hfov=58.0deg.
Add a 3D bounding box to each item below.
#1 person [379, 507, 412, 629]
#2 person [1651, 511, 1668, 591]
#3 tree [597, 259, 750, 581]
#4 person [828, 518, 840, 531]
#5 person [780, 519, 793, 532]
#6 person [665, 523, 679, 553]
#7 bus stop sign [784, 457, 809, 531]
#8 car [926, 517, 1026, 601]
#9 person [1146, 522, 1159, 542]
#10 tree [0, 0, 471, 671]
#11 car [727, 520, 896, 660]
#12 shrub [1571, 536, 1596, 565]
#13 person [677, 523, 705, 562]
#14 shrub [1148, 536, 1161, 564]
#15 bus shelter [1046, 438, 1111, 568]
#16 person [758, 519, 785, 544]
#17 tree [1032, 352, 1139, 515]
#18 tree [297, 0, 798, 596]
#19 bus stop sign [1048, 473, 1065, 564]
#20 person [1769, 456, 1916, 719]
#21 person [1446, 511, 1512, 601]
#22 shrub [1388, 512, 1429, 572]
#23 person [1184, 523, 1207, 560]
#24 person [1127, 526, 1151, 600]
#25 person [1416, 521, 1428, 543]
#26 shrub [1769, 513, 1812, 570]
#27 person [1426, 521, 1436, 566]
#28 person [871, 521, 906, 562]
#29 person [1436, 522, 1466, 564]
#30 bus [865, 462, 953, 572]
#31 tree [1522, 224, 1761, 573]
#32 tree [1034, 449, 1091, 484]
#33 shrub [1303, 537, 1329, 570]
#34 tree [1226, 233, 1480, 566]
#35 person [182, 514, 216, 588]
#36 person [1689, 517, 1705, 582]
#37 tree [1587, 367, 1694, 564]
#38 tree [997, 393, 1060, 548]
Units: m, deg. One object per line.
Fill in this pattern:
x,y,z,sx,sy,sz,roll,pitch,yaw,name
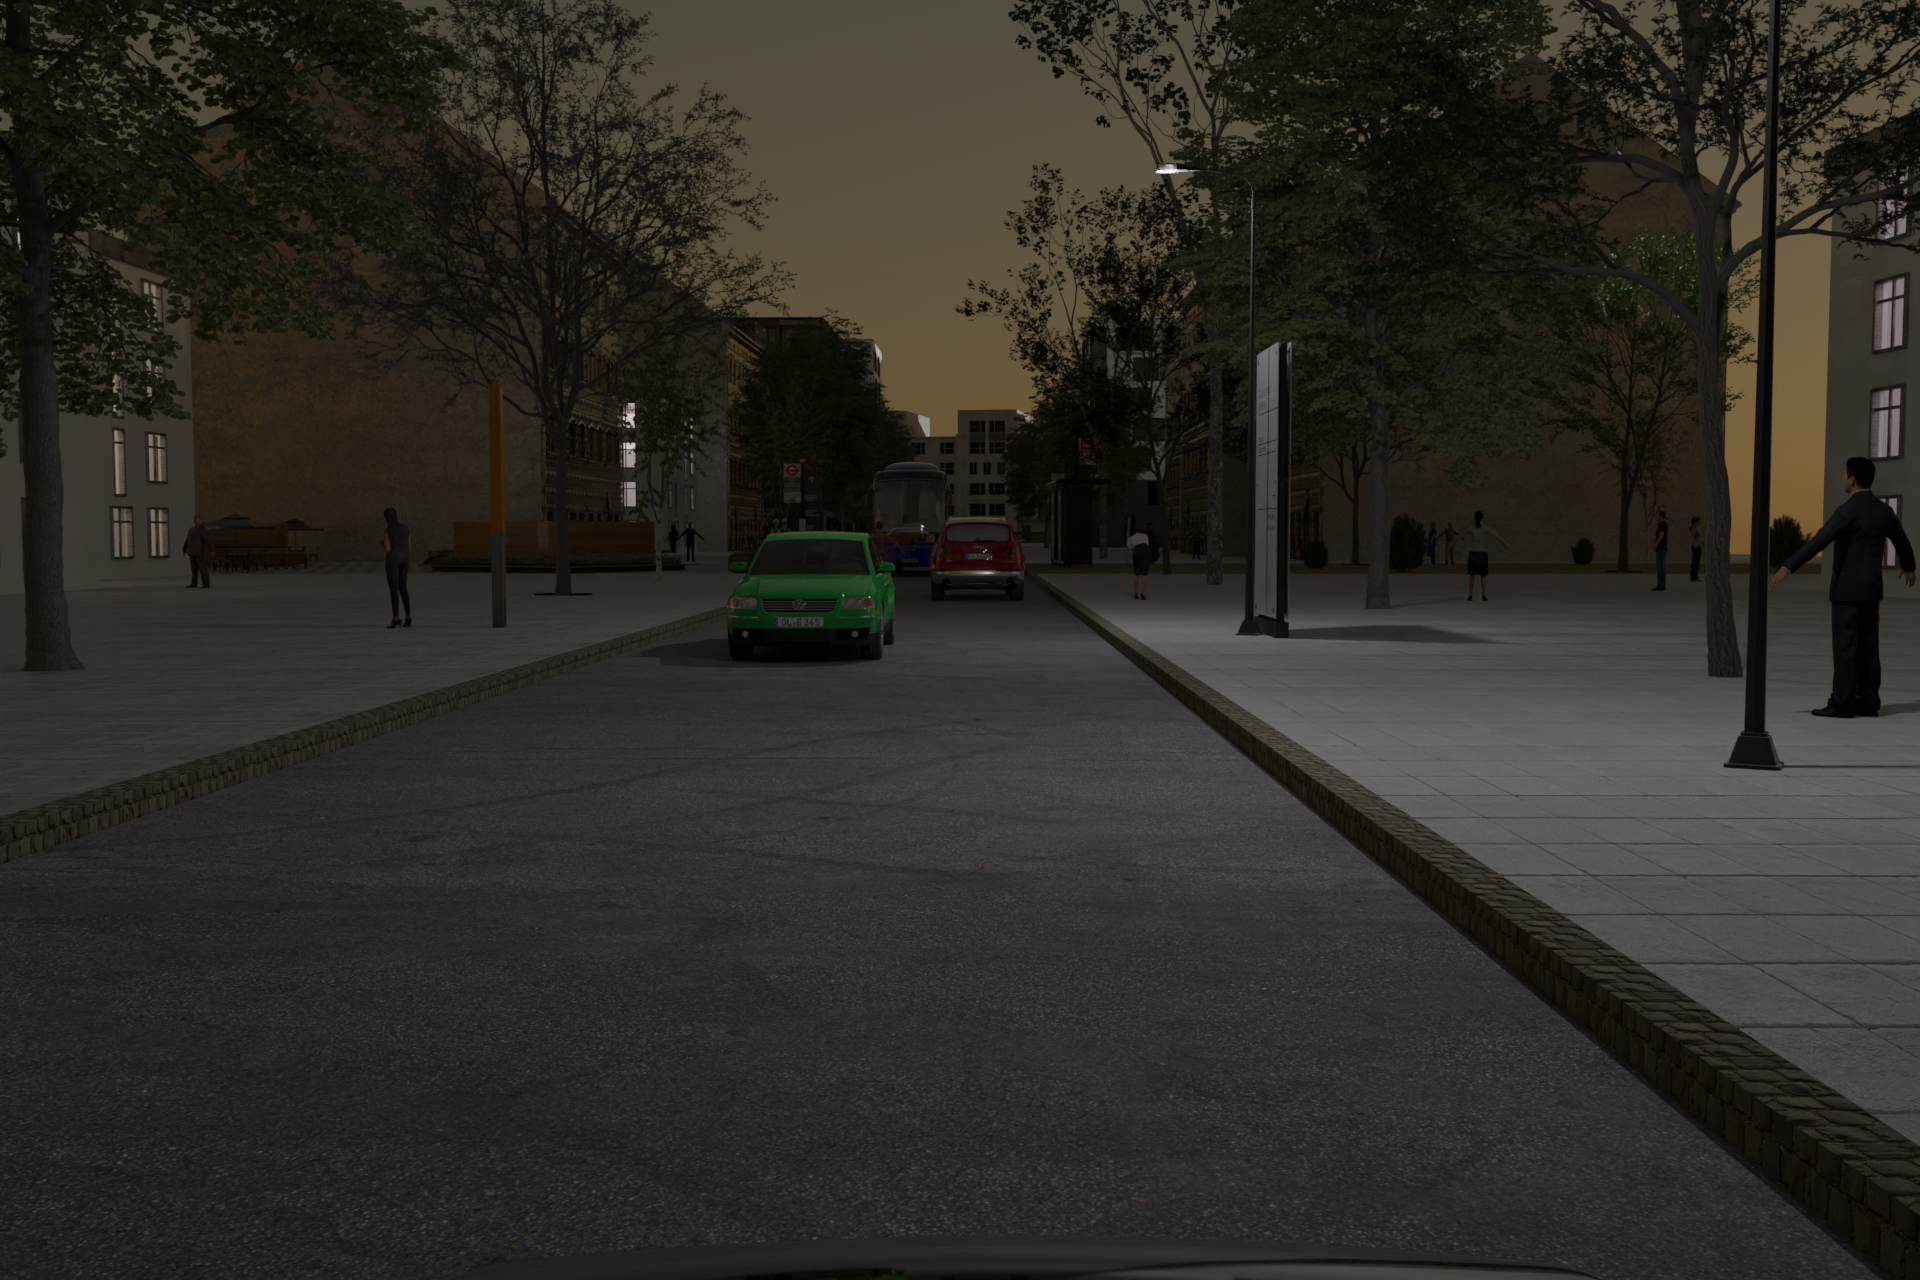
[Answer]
-7.702,-0.985,23.620,0.415,1.643,0.593,-1,4,-9,person
15.900,-2.027,39.357,0.705,1.803,1.348,2,4,27,person
-8.121,-5.937,47.436,4.737,8.622,4.395,0,3,0,tree
-4.402,-3.282,59.799,0.704,1.843,1.345,3,4,37,person
-6.466,-3.542,63.772,1.347,1.847,0.705,0,4,-2,person
-14.507,-4.994,87.427,0.705,1.856,1.354,-2,4,-34,person
-5.656,-4.355,59.902,0.855,3.939,0.416,0,4,2,bus stop sign
0.366,-1.845,38.840,2.281,1.827,5.304,0,4,0,car
8.960,-4.614,81.370,0.705,1.837,1.347,2,4,30,person
-8.442,-5.963,15.627,7.486,12.596,7.792,0,3,0,tree
-1.742,-0.756,21.156,1.959,1.807,4.718,0,4,0,car
25.547,-3.661,70.978,1.383,1.207,1.383,0,3,0,shrub
-12.531,-4.546,80.558,1.346,1.802,0.704,-1,4,-19,person
8.126,-3.860,74.222,1.383,1.207,1.383,0,3,0,shrub
4.646,-5.648,69.968,2.179,5.291,8.768,0,4,-1,bus shelter
-5.969,-3.029,55.990,1.216,1.772,0.721,1,4,17,person
8.059,-11.645,108.520,7.486,12.596,7.792,0,3,0,tree
-8.383,-7.683,35.994,12.009,13.543,11.850,0,3,0,tree
4.251,-5.268,75.140,0.837,3.901,0.837,0,4,0,bus stop sign
6.261,-0.373,12.147,1.345,1.823,0.704,-1,4,-22,person
9.963,-1.619,33.294,1.217,1.735,0.721,1,4,19,person
14.985,-3.310,58.535,1.690,2.028,1.600,0,3,0,shrub
11.808,-4.911,86.427,1.348,1.813,0.705,1,4,18,person
3.534,-1.509,33.908,0.628,1.438,0.799,-2,4,-31,person
20.571,-4.386,77.475,0.705,1.858,1.354,2,4,35,person
29.148,-3.471,61.172,1.690,2.028,1.600,0,3,0,shrub
19.019,-3.897,69.846,0.704,1.817,1.347,1,4,11,person
-1.853,-1.868,39.807,1.217,1.733,0.721,0,4,-4,person
20.810,-4.115,73.548,1.348,1.796,0.705,0,4,-4,person
-1.650,-4.366,62.928,2.896,3.916,12.251,0,4,0,bus
22.444,-8.076,57.798,9.928,11.665,9.643,0,3,0,tree
7.179,-10.859,127.903,4.360,8.622,3.978,0,3,0,tree
12.888,-3.151,62.639,1.383,1.207,1.383,0,3,0,shrub
16.138,-9.813,70.807,12.009,13.543,11.850,0,3,0,tree
-18.103,-2.112,41.123,0.990,1.755,0.434,2,4,26,person
19.845,-2.428,46.507,0.721,1.737,1.217,2,4,33,person
29.650,-7.563,74.012,4.360,8.622,3.978,0,3,0,tree
7.988,-15.304,156.882,9.857,13.997,8.962,0,3,0,tree
